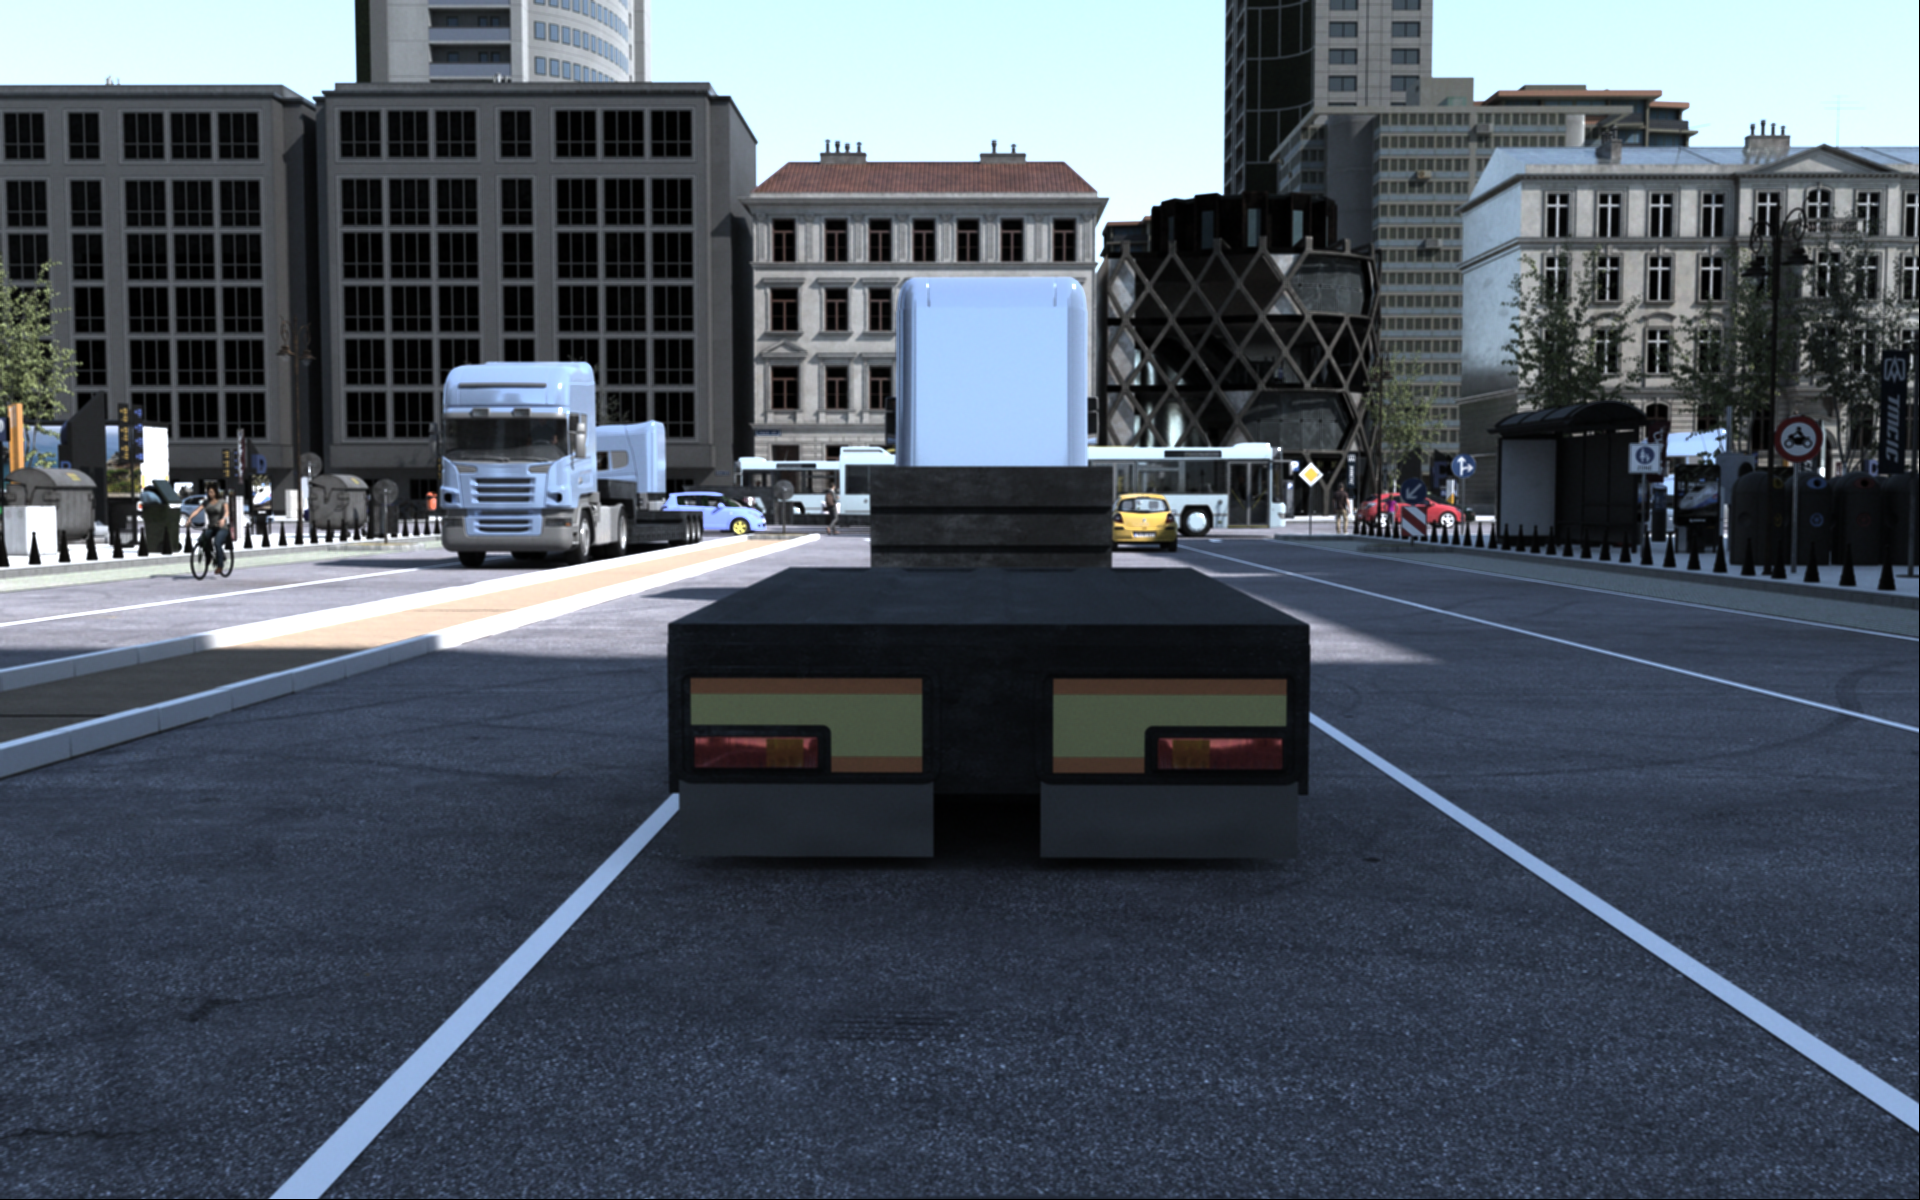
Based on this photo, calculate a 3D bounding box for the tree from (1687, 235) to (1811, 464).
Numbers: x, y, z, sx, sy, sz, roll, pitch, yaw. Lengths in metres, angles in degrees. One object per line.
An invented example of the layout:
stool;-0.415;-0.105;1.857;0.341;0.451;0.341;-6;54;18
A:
tree;22.398;-6.082;49.808;4.737;8.622;4.395;0;3;0

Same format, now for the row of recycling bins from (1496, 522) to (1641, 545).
row of recycling bins;15.529;-2.269;44.218;3.534;1.692;1.069;0;4;5

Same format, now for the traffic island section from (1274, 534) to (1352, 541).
traffic island section;10.997;-1.958;54.299;2.009;0.180;2.903;0;4;0

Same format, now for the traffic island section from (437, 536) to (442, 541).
traffic island section;-15.044;-1.969;54.472;2.009;0.180;2.903;0;4;0

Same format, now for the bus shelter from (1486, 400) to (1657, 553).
bus shelter;13.954;-2.817;39.984;2.014;3.302;5.546;0;4;1

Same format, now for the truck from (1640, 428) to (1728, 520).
truck;37.006;-5.031;72.010;18.799;4.110;2.967;0;4;-1

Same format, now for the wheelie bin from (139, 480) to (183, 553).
wheelie bin;-17.468;-1.830;37.835;0.693;1.594;0.980;0;4;3

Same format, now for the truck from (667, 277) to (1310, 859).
truck;0.281;-1.592;15.783;2.967;4.110;18.799;0;4;1

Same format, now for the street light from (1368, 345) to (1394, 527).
street light;13.054;-4.955;53.808;0.468;5.910;1.993;0;4;0

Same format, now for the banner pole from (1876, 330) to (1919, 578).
banner pole;14.434;-2.235;26.558;0.863;3.779;0.401;-1;4;-10

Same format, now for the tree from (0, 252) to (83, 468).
tree;-27.716;-6.139;50.727;4.737;8.622;4.395;0;3;0

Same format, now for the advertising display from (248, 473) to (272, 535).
advertising display;-21.988;-3.011;54.447;0.123;1.923;0.974;1;4;15

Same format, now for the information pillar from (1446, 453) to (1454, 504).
information pillar;28.131;-6.612;99.452;0.183;3.616;0.504;-2;4;-33

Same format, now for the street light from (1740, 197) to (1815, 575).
street light;12.818;-3.335;27.311;0.468;5.910;1.993;0;4;0

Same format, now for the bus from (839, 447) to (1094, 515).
bus;1.962;-4.498;68.402;13.247;3.499;2.948;0;4;2

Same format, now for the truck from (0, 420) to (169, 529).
truck;-36.502;-4.751;66.591;11.283;4.237;2.839;0;4;1

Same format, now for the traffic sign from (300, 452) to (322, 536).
traffic sign;-19.781;-3.216;52.695;0.768;2.556;0.104;0;4;2

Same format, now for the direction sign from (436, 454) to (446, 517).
direction sign;-29.422;-6.508;98.406;0.379;3.537;0.876;1;4;23

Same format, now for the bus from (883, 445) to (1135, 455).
bus;1.865;-5.301;78.225;12.252;3.916;2.896;0;4;0

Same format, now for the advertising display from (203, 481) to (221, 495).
advertising display;-37.603;-5.009;87.111;0.123;1.923;0.974;2;4;26

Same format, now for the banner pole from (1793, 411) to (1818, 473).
banner pole;25.377;-3.802;52.180;0.863;3.779;0.401;2;4;27

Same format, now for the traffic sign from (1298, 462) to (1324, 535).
traffic sign;10.973;-3.094;54.222;0.795;2.450;0.064;0;4;0

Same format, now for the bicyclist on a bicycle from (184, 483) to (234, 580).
bicyclist on a bicycle;-12.642;-1.178;29.276;1.499;1.676;1.625;0;4;1

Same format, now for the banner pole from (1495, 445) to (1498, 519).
banner pole;27.354;-5.968;87.599;0.863;3.779;0.401;2;4;30

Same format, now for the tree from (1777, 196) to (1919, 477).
tree;22.116;-5.653;42.791;4.360;8.622;3.978;0;3;0

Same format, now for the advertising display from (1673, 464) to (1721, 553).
advertising display;15.956;-1.976;37.518;0.974;1.923;0.123;0;4;-4

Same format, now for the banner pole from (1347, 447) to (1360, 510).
banner pole;20.971;-6.244;92.098;0.863;3.779;0.401;0;4;-3

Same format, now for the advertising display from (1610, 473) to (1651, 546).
advertising display;16.538;-2.298;42.779;0.974;1.923;0.123;3;5;44

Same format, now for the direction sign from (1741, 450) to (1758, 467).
direction sign;40.980;-5.994;90.002;0.876;3.537;0.379;3;5;44

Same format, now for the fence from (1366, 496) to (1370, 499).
fence;22.080;-4.788;89.481;2.264;1.192;0.480;1;4;10

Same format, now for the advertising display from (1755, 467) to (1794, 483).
advertising display;19.088;-2.168;40.654;0.974;1.923;0.123;0;4;5

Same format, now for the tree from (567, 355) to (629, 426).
tree;-19.759;-8.647;91.745;4.360;8.622;3.978;0;3;0

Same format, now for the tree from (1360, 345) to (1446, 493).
tree;21.989;-8.334;86.628;4.737;8.622;4.395;0;3;0

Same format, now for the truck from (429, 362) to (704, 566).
truck;-8.636;-3.142;41.122;2.967;4.110;18.799;0;4;0

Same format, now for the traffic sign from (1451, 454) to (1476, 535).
traffic sign;15.898;-3.342;54.749;0.768;2.556;0.104;0;4;7

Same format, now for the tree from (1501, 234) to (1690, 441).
tree;17.493;-6.103;50.146;4.737;8.622;4.395;0;3;0

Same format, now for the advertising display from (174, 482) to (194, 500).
advertising display;-40.815;-5.254;91.116;0.974;1.923;0.123;-1;4;-18

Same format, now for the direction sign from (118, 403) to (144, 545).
direction sign;-20.831;-3.155;43.584;0.379;3.537;0.876;1;4;12

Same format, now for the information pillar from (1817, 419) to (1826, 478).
information pillar;27.049;-3.857;54.416;0.183;3.616;0.504;3;5;42

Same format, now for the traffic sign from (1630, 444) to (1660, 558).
traffic sign;13.773;-2.004;34.901;0.606;2.300;0.079;0;4;8

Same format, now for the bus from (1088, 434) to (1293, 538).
bus;4.997;-3.873;58.177;13.247;3.499;2.948;0;4;2

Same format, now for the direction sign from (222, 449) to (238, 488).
direction sign;-36.500;-5.803;86.881;0.876;3.537;0.379;-2;4;-29

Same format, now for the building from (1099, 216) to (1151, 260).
building;34.820;-37.497;267.703;28.867;44.769;22.147;0;4;0

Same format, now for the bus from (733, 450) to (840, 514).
bus;-4.930;-5.330;82.013;13.247;3.499;2.948;0;4;1

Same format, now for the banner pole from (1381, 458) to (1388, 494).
banner pole;29.637;-8.024;121.203;0.401;3.779;0.863;-2;4;-27

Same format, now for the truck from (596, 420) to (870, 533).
truck;-5.374;-4.554;64.209;18.799;4.110;2.967;0;4;-1

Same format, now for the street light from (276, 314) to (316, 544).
street light;-17.062;-4.395;44.643;0.468;5.910;1.993;0;4;0

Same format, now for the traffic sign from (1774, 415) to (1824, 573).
traffic sign;13.579;-1.714;28.137;0.768;2.556;0.104;1;4;9

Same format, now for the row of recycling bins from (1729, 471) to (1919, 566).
row of recycling bins;15.758;-1.483;31.359;3.534;1.692;1.069;0;3;0

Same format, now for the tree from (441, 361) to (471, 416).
tree;-26.441;-8.870;95.388;4.360;8.622;3.978;0;3;0
